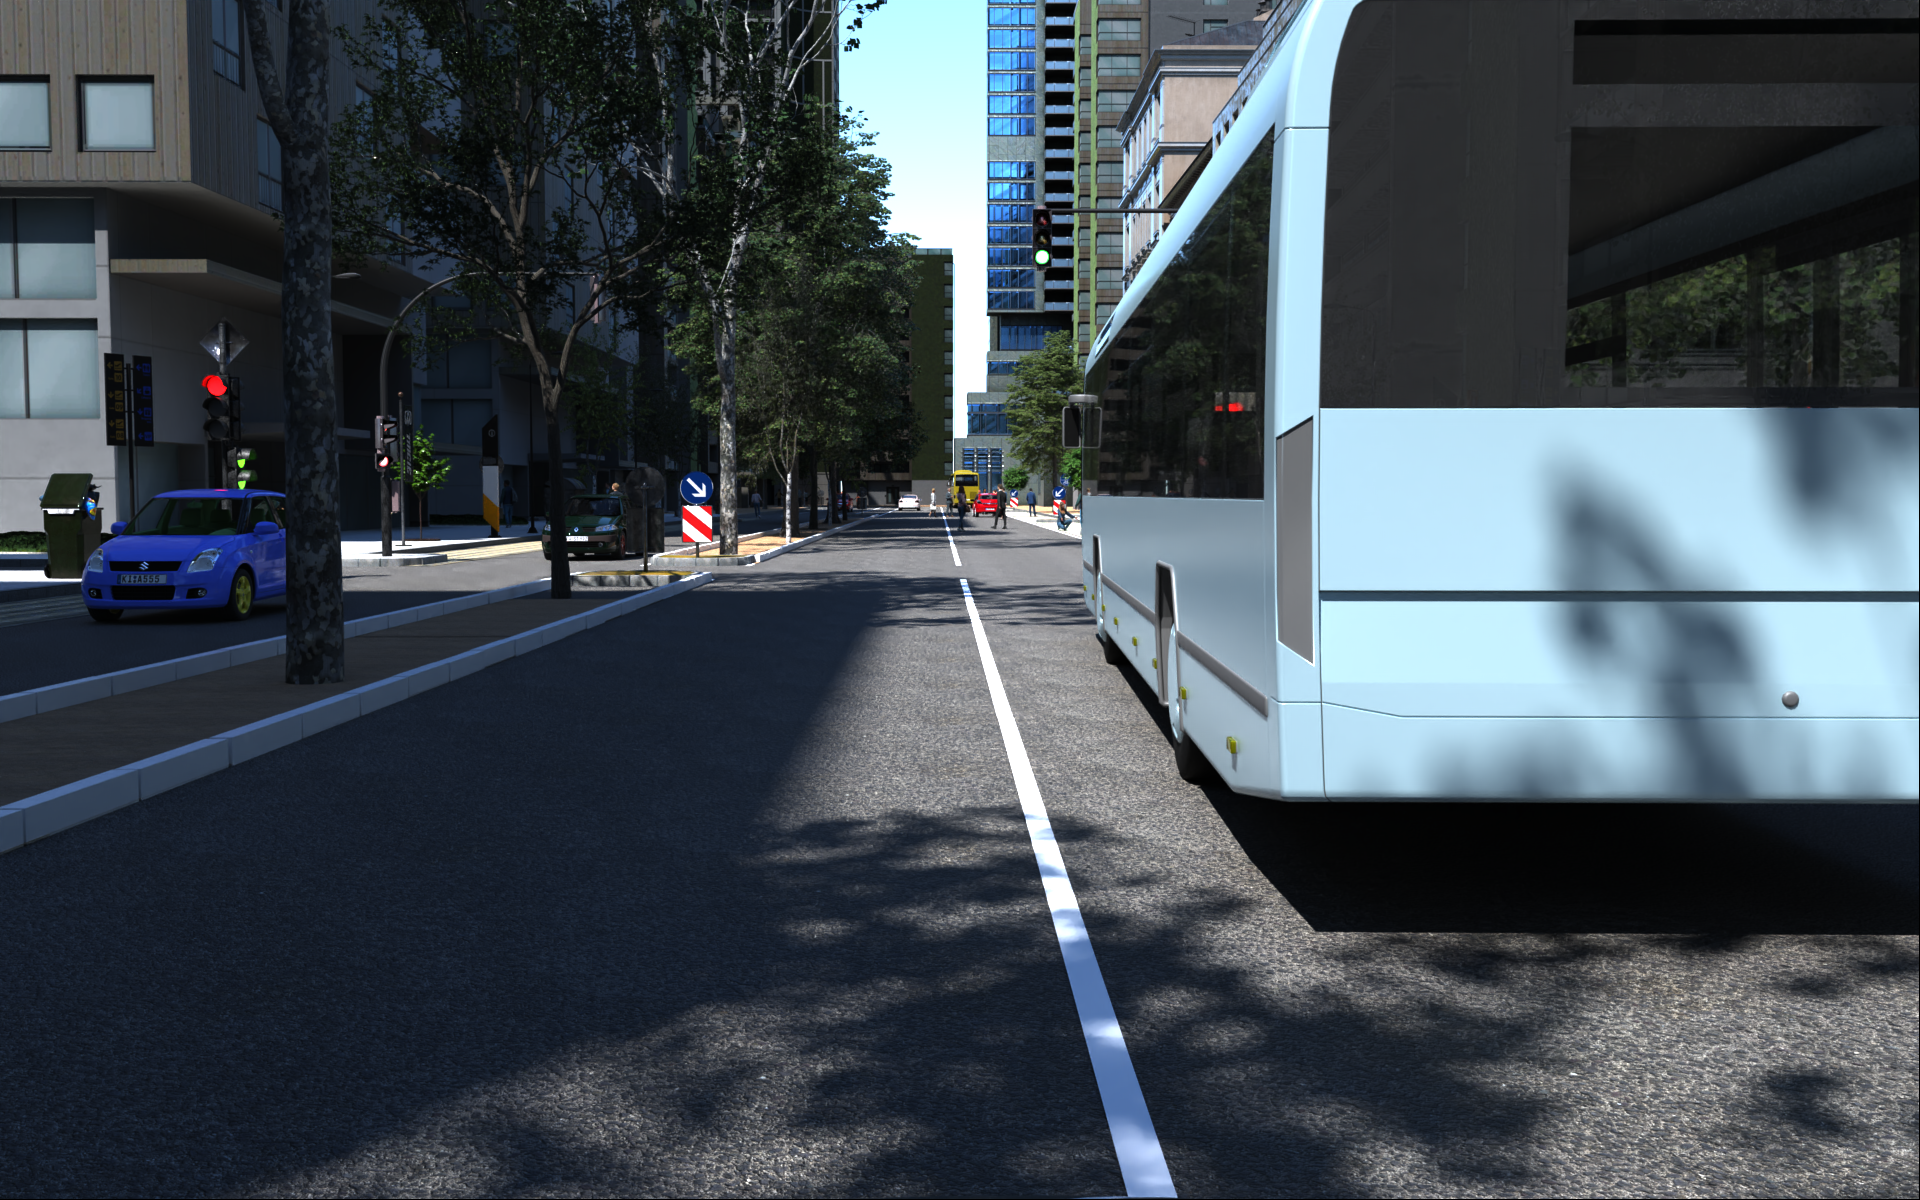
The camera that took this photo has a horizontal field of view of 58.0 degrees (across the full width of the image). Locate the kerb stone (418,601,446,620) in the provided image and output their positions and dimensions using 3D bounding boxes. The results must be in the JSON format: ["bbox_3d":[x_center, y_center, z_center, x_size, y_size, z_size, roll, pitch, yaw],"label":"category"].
[{"bbox_3d":[-6.140,0.141,19.894,0.120,0.150,1.000,0,4,-1],"label":"kerb stone"}]

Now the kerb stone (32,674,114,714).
[{"bbox_3d":[-6.035,0.642,11.702,0.120,0.150,1.000,0,4,-1],"label":"kerb stone"}]

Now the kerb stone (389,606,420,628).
[{"bbox_3d":[-6.127,0.203,18.872,0.120,0.150,1.000,0,4,-1],"label":"kerb stone"}]

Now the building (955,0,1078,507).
[{"bbox_3d":[14.777,-54.713,207.233,31.000,86.520,22.319,0,4,-1],"label":"building"}]

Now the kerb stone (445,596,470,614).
[{"bbox_3d":[-6.151,0.078,20.916,0.120,0.150,1.000,0,4,-1],"label":"kerb stone"}]

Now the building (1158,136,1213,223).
[{"bbox_3d":[15.754,-13.270,81.585,10.561,19.102,19.286,0,4,-1],"label":"building"}]

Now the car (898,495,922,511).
[{"bbox_3d":[-4.330,-8.321,148.408,2.083,1.381,4.827,0,4,-1],"label":"car"}]

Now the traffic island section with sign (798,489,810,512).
[{"bbox_3d":[-12.825,-7.886,137.562,1.989,1.847,2.006,0,4,-1],"label":"traffic island section with sign"}]

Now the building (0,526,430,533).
[{"bbox_3d":[-31.746,-28.341,52.620,28.713,52.752,27.495,0,4,-1],"label":"building"}]

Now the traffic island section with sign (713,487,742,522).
[{"bbox_3d":[-12.175,-4.883,88.461,1.989,1.847,2.006,0,4,-1],"label":"traffic island section with sign"}]

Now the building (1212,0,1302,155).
[{"bbox_3d":[15.635,-12.728,62.859,10.420,20.320,16.860,0,4,-1],"label":"building"}]

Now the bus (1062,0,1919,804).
[{"bbox_3d":[2.375,-1.035,11.787,2.948,3.499,13.247,0,4,1],"label":"bus"}]

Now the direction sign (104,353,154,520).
[{"bbox_3d":[-13.516,-2.217,28.242,0.379,3.537,0.876,2,4,25],"label":"direction sign"}]

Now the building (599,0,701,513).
[{"bbox_3d":[-25.752,-26.556,117.793,14.154,41.232,14.086,0,4,-1],"label":"building"}]

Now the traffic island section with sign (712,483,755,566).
[{"bbox_3d":[-5.281,-1.667,35.397,2.006,1.907,1.989,0,4,-1],"label":"traffic island section with sign"}]

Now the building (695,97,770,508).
[{"bbox_3d":[-30.730,-29.034,166.590,23.993,40.220,32.217,0,4,-1],"label":"building"}]

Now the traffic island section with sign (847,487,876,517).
[{"bbox_3d":[-6.282,-6.263,110.529,2.006,1.907,1.989,0,4,-1],"label":"traffic island section with sign"}]

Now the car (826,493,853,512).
[{"bbox_3d":[-9.452,-7.812,136.763,2.155,1.783,4.494,0,4,1],"label":"car"}]

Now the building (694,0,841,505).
[{"bbox_3d":[-25.120,-46.974,206.275,20.611,71.187,20.563,0,4,-1],"label":"building"}]

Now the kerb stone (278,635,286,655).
[{"bbox_3d":[-6.090,0.394,15.806,0.120,0.150,1.000,0,4,-1],"label":"kerb stone"}]

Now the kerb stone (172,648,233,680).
[{"bbox_3d":[-6.061,0.519,13.751,0.120,0.150,1.000,0,4,-1],"label":"kerb stone"}]

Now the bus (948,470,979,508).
[{"bbox_3d":[0.418,-11.320,176.623,2.896,3.916,12.252,0,4,-2],"label":"bus"}]

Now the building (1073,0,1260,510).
[{"bbox_3d":[16.453,-28.260,145.646,14.154,41.232,14.086,0,4,-1],"label":"building"}]

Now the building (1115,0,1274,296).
[{"bbox_3d":[16.678,-19.270,100.970,13.634,28.700,20.117,0,4,-1],"label":"building"}]

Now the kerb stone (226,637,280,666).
[{"bbox_3d":[-6.076,0.454,14.772,0.120,0.150,1.000,0,4,-1],"label":"kerb stone"}]

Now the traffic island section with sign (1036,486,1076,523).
[{"bbox_3d":[4.850,-4.820,87.427,1.989,1.847,2.006,0,4,-1],"label":"traffic island section with sign"}]

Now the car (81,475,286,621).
[{"bbox_3d":[-8.953,-0.677,20.659,1.945,1.707,3.694,0,4,-1],"label":"car"}]

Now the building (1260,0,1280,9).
[{"bbox_3d":[16.770,-27.400,131.590,14.154,41.232,14.086,0,4,-1],"label":"building"}]

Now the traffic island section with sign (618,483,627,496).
[{"bbox_3d":[-11.808,-3.178,60.588,1.989,1.847,2.006,0,4,-1],"label":"traffic island section with sign"}]

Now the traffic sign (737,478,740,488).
[{"bbox_3d":[-14.400,-6.668,111.146,0.606,2.300,0.079,0,4,1],"label":"traffic sign"}]

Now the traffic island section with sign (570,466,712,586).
[{"bbox_3d":[-5.193,-1.214,27.990,2.006,1.907,1.989,0,4,-1],"label":"traffic island section with sign"}]

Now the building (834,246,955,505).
[{"bbox_3d":[-7.722,-26.480,204.650,14.107,30.474,14.160,0,4,-1],"label":"building"}]

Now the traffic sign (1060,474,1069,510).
[{"bbox_3d":[6.608,-6.582,107.729,0.768,2.556,0.104,0,4,5],"label":"traffic sign"}]

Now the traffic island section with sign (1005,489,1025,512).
[{"bbox_3d":[4.178,-7.937,138.405,1.989,1.847,2.006,0,4,-1],"label":"traffic island section with sign"}]

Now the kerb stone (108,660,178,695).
[{"bbox_3d":[-6.044,0.581,12.724,0.120,0.150,1.000,0,4,-1],"label":"kerb stone"}]

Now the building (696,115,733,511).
[{"bbox_3d":[-25.054,-22.049,132.202,14.160,30.474,14.107,0,4,-1],"label":"building"}]

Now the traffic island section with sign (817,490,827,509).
[{"bbox_3d":[-13.181,-9.534,164.515,1.989,1.847,2.006,0,4,-1],"label":"traffic island section with sign"}]

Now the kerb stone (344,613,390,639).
[{"bbox_3d":[-6.117,0.266,17.851,0.120,0.150,1.000,0,4,-1],"label":"kerb stone"}]

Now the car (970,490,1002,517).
[{"bbox_3d":[1.748,-6.065,108.201,2.155,1.783,4.494,0,4,-3],"label":"car"}]

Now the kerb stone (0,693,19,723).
[{"bbox_3d":[-6.020,0.705,10.679,0.120,0.150,1.000,0,4,-1],"label":"kerb stone"}]

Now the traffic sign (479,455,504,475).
[{"bbox_3d":[-14.357,-3.240,53.083,0.768,2.556,0.104,0,4,1],"label":"traffic sign"}]

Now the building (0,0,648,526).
[{"bbox_3d":[-31.786,-30.508,88.051,28.713,52.752,27.495,0,4,-1],"label":"building"}]

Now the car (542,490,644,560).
[{"bbox_3d":[-8.161,-1.782,38.917,2.009,1.686,4.222,0,4,1],"label":"car"}]

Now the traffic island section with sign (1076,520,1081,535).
[{"bbox_3d":[5.209,-3.171,60.475,1.989,1.847,2.006,0,4,-1],"label":"traffic island section with sign"}]

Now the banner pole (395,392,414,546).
[{"bbox_3d":[-13.682,-3.228,42.795,0.401,3.779,0.863,0,4,8],"label":"banner pole"}]
